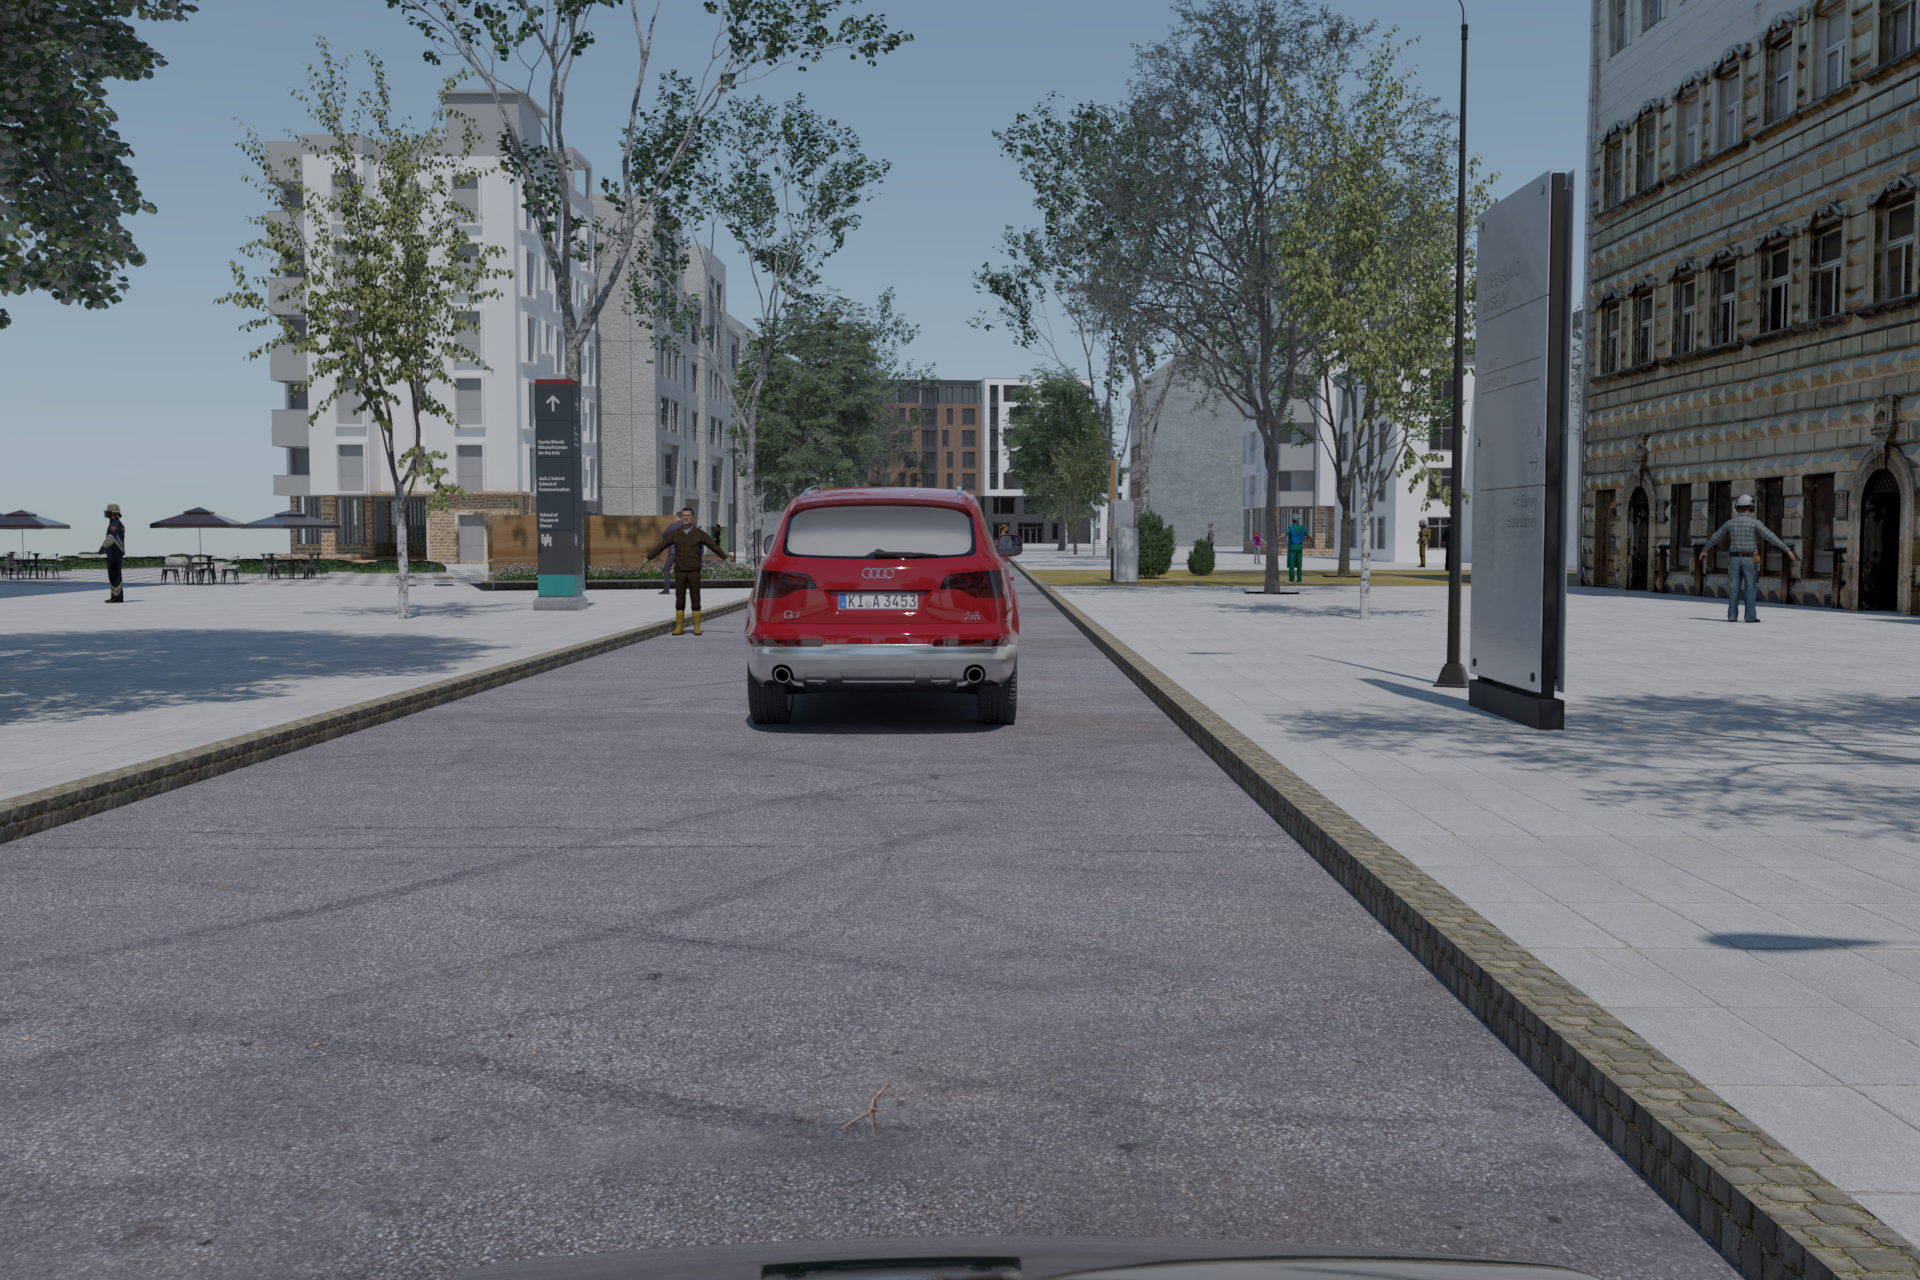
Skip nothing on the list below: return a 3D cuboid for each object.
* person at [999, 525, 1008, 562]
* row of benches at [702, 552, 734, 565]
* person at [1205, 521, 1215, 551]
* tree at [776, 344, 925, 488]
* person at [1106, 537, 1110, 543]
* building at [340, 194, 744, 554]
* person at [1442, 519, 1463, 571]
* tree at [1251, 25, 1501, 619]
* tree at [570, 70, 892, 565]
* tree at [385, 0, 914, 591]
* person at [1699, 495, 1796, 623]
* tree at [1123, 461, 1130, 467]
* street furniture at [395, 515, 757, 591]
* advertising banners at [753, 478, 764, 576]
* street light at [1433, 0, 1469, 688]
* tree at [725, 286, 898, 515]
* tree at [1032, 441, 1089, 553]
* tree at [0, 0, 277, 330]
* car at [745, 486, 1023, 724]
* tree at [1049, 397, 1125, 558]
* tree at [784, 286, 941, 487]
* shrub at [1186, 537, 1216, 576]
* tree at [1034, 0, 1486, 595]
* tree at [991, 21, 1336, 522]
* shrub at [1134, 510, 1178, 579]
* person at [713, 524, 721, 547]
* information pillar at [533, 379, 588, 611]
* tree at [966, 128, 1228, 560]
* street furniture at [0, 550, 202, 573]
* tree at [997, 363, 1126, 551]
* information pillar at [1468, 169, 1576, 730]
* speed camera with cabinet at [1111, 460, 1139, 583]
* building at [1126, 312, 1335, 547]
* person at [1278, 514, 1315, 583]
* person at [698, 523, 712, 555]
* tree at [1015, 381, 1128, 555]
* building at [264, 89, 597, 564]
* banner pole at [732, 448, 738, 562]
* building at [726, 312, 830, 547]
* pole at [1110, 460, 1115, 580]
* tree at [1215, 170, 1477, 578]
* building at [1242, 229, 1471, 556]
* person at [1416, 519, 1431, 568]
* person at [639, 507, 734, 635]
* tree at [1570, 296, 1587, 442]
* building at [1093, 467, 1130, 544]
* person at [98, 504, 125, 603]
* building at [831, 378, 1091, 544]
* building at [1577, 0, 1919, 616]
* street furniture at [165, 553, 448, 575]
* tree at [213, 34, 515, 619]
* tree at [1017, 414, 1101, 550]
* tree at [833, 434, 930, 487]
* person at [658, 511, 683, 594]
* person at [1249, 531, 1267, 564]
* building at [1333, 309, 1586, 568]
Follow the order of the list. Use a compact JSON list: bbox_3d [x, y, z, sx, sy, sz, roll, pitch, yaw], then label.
[{"bbox_3d":[1.482,-2.774,54.618,0.721,1.733,1.217,0,4,-5],"label":"person"},{"bbox_3d":[-9.633,-2.677,59.227,4.104,0.672,1.422,-1,4,-19],"label":"row of benches"},{"bbox_3d":[10.993,-4.299,76.144,0.705,1.847,1.347,0,4,-6],"label":"person"},{"bbox_3d":[-7.328,-12.191,109.696,12.009,13.543,11.850,0,3,0],"label":"tree"},{"bbox_3d":[6.545,-3.996,71.515,1.347,1.806,0.705,-3,5,-43],"label":"person"},{"bbox_3d":[-23.959,-14.670,106.319,16.747,18.905,31.486,0,4,1],"label":"building"},{"bbox_3d":[16.975,-3.302,59.920,0.705,1.837,1.347,-1,4,-10],"label":"person"},{"bbox_3d":[6.205,-4.603,25.615,4.737,8.622,4.395,0,3,0],"label":"tree"},{"bbox_3d":[-9.540,-13.195,71.623,12.611,20.169,13.585,0,3,0],"label":"tree"},{"bbox_3d":[-7.217,-11.127,37.824,12.611,20.169,13.585,0,3,0],"label":"tree"},{"bbox_3d":[11.379,-1.179,25.119,1.345,1.849,0.704,3,5,44],"label":"person"},{"bbox_3d":[24.908,-19.055,237.309,9.928,11.665,9.643,0,3,0],"label":"tree"},{"bbox_3d":[-7.922,-2.158,42.143,11.010,1.723,9.812,-1,4,-18],"label":"street furniture"},{"bbox_3d":[-6.221,-3.513,53.627,0.090,3.025,2.074,0,4,2],"label":"advertising banners"},{"bbox_3d":[4.692,-2.559,14.381,1.470,5.913,1.316,0,4,1],"label":"street light"},{"bbox_3d":[-8.072,-11.228,90.228,9.857,13.997,8.962,0,3,0],"label":"tree"},{"bbox_3d":[7.359,-10.152,116.342,4.360,8.622,3.978,0,3,0],"label":"tree"},{"bbox_3d":[-8.779,-6.414,11.519,9.857,13.997,8.962,0,3,0],"label":"tree"},{"bbox_3d":[-0.585,-0.363,14.606,2.281,1.827,5.304,0,4,0],"label":"car"},{"bbox_3d":[7.163,-8.758,93.559,4.737,8.622,4.395,0,3,0],"label":"tree"},{"bbox_3d":[-7.570,-16.984,133.579,12.611,20.169,13.585,0,3,0],"label":"tree"},{"bbox_3d":[7.400,-2.570,53.144,1.383,1.207,1.383,0,3,0],"label":"shrub"},{"bbox_3d":[6.603,-7.728,36.726,12.009,13.543,11.850,0,3,0],"label":"tree"},{"bbox_3d":[7.781,-12.756,64.447,12.611,20.169,13.585,0,3,0],"label":"tree"},{"bbox_3d":[5.386,-2.752,49.416,1.690,2.028,1.600,0,3,0],"label":"shrub"},{"bbox_3d":[-11.188,-4.446,79.408,0.721,1.740,1.216,0,4,-2],"label":"person"},{"bbox_3d":[-6.767,-2.439,29.255,0.750,3.857,0.750,0,4,0],"label":"information pillar"},{"bbox_3d":[6.473,-13.906,83.252,12.611,20.169,13.585,0,3,0],"label":"tree"},{"bbox_3d":[-31.957,-2.878,62.676,5.734,0.657,10.072,1,4,13],"label":"street furniture"},{"bbox_3d":[7.629,-13.535,127.960,9.857,13.997,8.962,0,3,0],"label":"tree"},{"bbox_3d":[3.884,-1.268,12.052,0.184,3.620,1.656,0,4,1],"label":"information pillar"},{"bbox_3d":[4.375,-3.154,45.901,0.660,3.252,2.038,0,4,1],"label":"speed camera with cabinet"},{"bbox_3d":[27.721,-21.303,179.237,19.493,23.208,18.063,0,4,0],"label":"building"},{"bbox_3d":[8.806,-2.413,45.580,1.347,1.817,0.704,-1,4,-21],"label":"person"},{"bbox_3d":[-11.571,-4.315,77.011,1.216,1.772,0.721,-1,4,-10],"label":"person"},{"bbox_3d":[6.812,-10.518,106.374,7.601,10.594,8.767,-2,4,-26],"label":"tree"},{"bbox_3d":[-23.543,-13.381,75.193,16.016,20.090,11.380,0,4,0],"label":"building"},{"bbox_3d":[-6.592,-3.724,50.899,0.401,3.779,0.863,0,4,1],"label":"banner pole"},{"bbox_3d":[-23.262,-21.046,175.024,19.493,23.208,18.063,0,4,1],"label":"building"},{"bbox_3d":[4.242,-3.303,47.855,0.158,3.312,0.155,0,3,0],"label":"pole"},{"bbox_3d":[11.303,-7.639,50.658,9.928,11.665,9.643,0,3,0],"label":"tree"},{"bbox_3d":[23.930,-15.758,114.059,16.016,20.090,11.380,0,4,1],"label":"building"},{"bbox_3d":[17.733,-3.715,66.505,0.705,1.858,1.354,0,4,8],"label":"person"},{"bbox_3d":[-3.859,-0.974,24.524,1.346,1.812,0.704,0,4,0],"label":"person"},{"bbox_3d":[24.254,-8.987,57.314,12.009,13.543,11.850,0,3,0],"label":"tree"},{"bbox_3d":[22.139,-16.866,217.912,9.099,9.664,28.070,0,4,0],"label":"building"},{"bbox_3d":[-15.781,-1.615,32.266,0.704,1.845,1.351,-1,4,-15],"label":"person"},{"bbox_3d":[-0.711,-23.972,238.379,32.646,21.610,27.936,0,4,-7],"label":"building"},{"bbox_3d":[24.265,-12.337,32.644,19.493,23.208,18.063,0,4,1],"label":"building"},{"bbox_3d":[-21.978,-2.562,57.507,10.072,0.657,5.734,3,4,39],"label":"street furniture"},{"bbox_3d":[-8.503,-4.608,25.711,4.737,8.622,4.395,0,3,0],"label":"tree"},{"bbox_3d":[8.392,-13.253,142.435,9.928,11.665,9.643,0,3,0],"label":"tree"},{"bbox_3d":[-7.044,-13.080,148.277,8.767,10.594,7.601,-1,4,-20],"label":"tree"},{"bbox_3d":[-6.104,-1.861,36.920,0.683,1.767,0.568,-2,4,-35],"label":"person"},{"bbox_3d":[12.824,-3.989,74.486,0.599,1.433,0.991,-3,5,-44],"label":"person"},{"bbox_3d":[24.173,-8.329,78.330,9.099,9.664,28.070,0,4,1],"label":"building"}]
